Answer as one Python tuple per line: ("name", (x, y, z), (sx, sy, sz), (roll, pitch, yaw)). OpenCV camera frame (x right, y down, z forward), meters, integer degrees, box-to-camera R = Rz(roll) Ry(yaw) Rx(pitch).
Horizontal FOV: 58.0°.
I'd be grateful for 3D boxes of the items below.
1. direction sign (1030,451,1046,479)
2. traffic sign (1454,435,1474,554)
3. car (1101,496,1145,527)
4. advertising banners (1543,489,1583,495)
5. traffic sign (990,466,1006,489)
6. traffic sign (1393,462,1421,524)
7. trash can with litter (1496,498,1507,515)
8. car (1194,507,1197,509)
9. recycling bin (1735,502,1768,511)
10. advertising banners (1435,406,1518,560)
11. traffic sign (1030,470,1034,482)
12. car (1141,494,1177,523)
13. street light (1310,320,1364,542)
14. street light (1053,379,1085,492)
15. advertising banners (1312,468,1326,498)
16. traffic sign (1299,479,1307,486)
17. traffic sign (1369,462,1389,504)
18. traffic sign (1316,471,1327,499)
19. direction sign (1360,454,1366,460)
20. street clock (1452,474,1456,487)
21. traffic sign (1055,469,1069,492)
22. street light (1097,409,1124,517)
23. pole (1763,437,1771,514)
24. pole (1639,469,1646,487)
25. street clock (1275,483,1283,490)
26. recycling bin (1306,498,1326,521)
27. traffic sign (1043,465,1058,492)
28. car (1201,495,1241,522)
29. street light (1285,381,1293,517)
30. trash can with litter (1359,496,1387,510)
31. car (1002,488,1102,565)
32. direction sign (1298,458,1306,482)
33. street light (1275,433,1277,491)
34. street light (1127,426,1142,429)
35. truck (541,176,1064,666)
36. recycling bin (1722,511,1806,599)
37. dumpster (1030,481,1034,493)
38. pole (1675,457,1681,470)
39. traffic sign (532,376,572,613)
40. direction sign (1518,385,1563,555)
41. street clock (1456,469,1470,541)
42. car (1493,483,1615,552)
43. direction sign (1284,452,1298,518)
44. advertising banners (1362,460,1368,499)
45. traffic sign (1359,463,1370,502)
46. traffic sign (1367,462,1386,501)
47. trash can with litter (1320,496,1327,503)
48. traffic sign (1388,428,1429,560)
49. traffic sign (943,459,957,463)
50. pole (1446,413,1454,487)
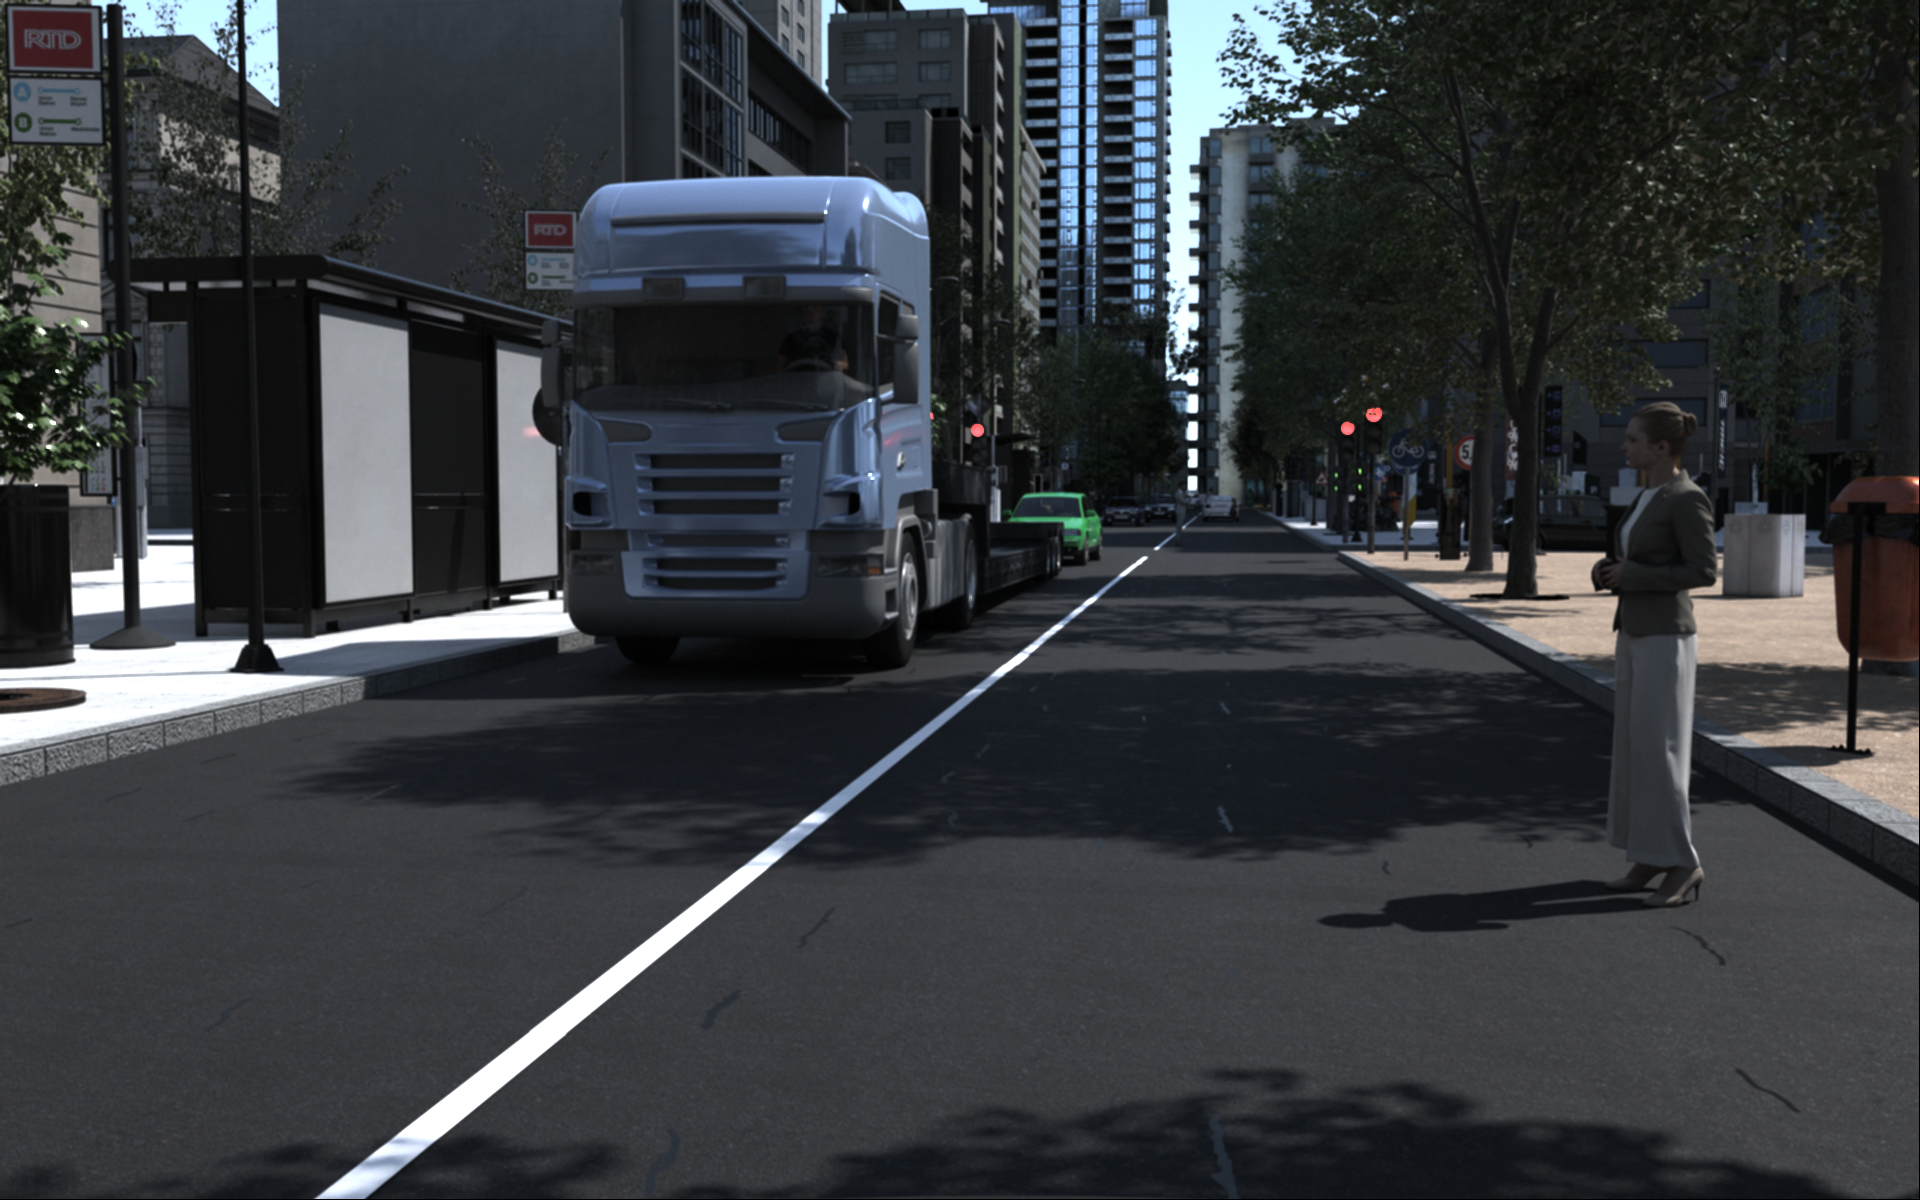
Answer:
("direction sign", (4.028, -6.008, 90.225), (0.876, 3.537, 0.379), (-1, 4, -10))
("traffic sign", (10.982, -2.268, 37.180), (0.768, 2.556, 0.104), (1, 4, 18))
("car", (7.299, -3.952, 77.191), (1.945, 1.354, 3.894), (1, 4, 8))
("advertising banners", (18.320, -3.514, 53.646), (2.074, 3.025, 0.090), (-1, 4, -9))
("traffic sign", (1.390, -3.758, 63.565), (0.606, 2.300, 0.079), (1, 4, 17))
("traffic sign", (12.368, -2.929, 47.989), (0.768, 2.556, 0.104), (1, 4, 16))
("trash can with litter", (21.368, -3.455, 67.881), (0.624, 1.170, 1.055), (-1, 4, -20))
("car", (22.726, -9.818, 172.884), (2.083, 1.381, 4.827), (0, 4, 7))
("recycling bin", (24.674, -2.537, 54.033), (0.722, 1.027, 0.722), (-3, 4, -38))
("advertising banners", (10.217, -2.306, 33.897), (2.074, 3.025, 0.090), (-1, 4, -21))
("traffic sign", (3.471, -5.427, 88.838), (0.768, 2.556, 0.104), (1, 4, 17))
("car", (10.216, -4.787, 88.052), (2.009, 1.686, 4.222), (1, 4, 9))
("street light", (10.070, -4.505, 46.203), (1.470, 5.913, 1.316), (1, 4, 9))
("street light", (4.359, -5.985, 70.401), (1.470, 5.913, 1.316), (1, 4, 9))
("advertising banners", (23.586, -7.194, 113.807), (0.090, 3.025, 2.074), (-1, 4, -13))
("traffic sign", (21.669, -6.754, 110.427), (0.884, 2.594, 0.081), (1, 4, 15))
("traffic sign", (17.064, -4.332, 70.839), (0.884, 2.594, 0.081), (1, 4, 13))
("traffic sign", (19.810, -5.803, 94.876), (0.884, 2.594, 0.081), (1, 4, 17))
("direction sign", (22.753, -6.500, 98.274), (0.379, 3.537, 0.876), (-1, 4, -22))
("street clock", (17.346, -3.417, 60.444), (0.471, 2.002, 0.358), (1, 4, 21))
("traffic sign", (4.239, -4.268, 71.918), (0.606, 2.300, 0.079), (1, 4, 9))
("street light", (8.148, -7.483, 94.882), (1.470, 5.913, 1.316), (1, 4, 9))
("pole", (29.039, -4.190, 62.345), (0.158, 3.312, 0.155), (0, 3, 0))
("pole", (21.567, -3.723, 54.712), (0.158, 3.312, 0.155), (0, 3, 0))
("street clock", (20.572, -6.555, 111.749), (0.471, 2.002, 0.358), (-2, 4, -23))
("recycling bin", (16.821, -4.237, 81.835), (0.722, 1.027, 0.722), (2, 4, 34))
("traffic sign", (4.048, -4.682, 76.658), (0.768, 2.556, 0.104), (1, 4, 15))
("car", (13.710, -4.810, 91.005), (2.083, 1.381, 4.827), (1, 4, 8))
("street light", (13.946, -6.007, 70.755), (1.470, 5.913, 1.316), (1, 4, 9))
("trash can with litter", (15.463, -3.304, 65.408), (1.055, 1.170, 0.624), (2, 4, 33))
("car", (1.940, -1.681, 36.276), (1.959, 1.807, 4.718), (1, 4, 10))
("direction sign", (21.249, -7.132, 108.606), (0.876, 3.537, 0.379), (2, 4, 27))
("street light", (17.661, -7.508, 95.296), (1.470, 5.913, 1.316), (1, 4, 9))
("street light", (11.766, -8.954, 118.941), (1.470, 5.913, 1.316), (1, 4, 9))
("truck", (-0.643, -1.937, 21.432), (2.967, 4.110, 18.799), (0, 4, 8))
("recycling bin", (10.074, -0.560, 21.708), (0.722, 1.027, 0.722), (-3, 4, -39))
("dumpster", (2.801, -4.213, 74.641), (1.264, 1.857, 1.865), (1, 4, 8))
("pole", (21.754, -3.589, 52.530), (0.158, 3.312, 0.155), (0, 3, 0))
("traffic sign", (-4.254, -1.136, 18.673), (0.768, 2.556, 0.104), (1, 4, 11))
("direction sign", (12.140, -2.711, 36.329), (0.876, 3.537, 0.379), (1, 4, 19))
("street clock", (13.855, -2.604, 47.148), (0.471, 2.002, 0.358), (-3, 5, -43))
("car", (14.278, -1.823, 39.593), (4.222, 1.686, 2.009), (1, 4, 9))
("direction sign", (17.758, -6.217, 93.649), (0.379, 3.537, 0.876), (-1, 4, -17))
("advertising banners", (20.646, -5.632, 88.275), (0.090, 3.025, 2.074), (1, 4, 20))
("traffic sign", (16.815, -4.361, 71.405), (0.768, 2.556, 0.104), (1, 4, 17))
("traffic sign", (16.770, -4.267, 69.870), (0.768, 2.556, 0.104), (1, 4, 10))
("trash can with litter", (20.589, -5.386, 99.449), (1.055, 1.170, 0.624), (-1, 4, -18))
("traffic sign", (8.655, -2.044, 33.526), (0.768, 2.556, 0.104), (1, 4, 10))
("traffic sign", (-0.403, -3.793, 62.122), (0.768, 2.556, 0.104), (1, 4, 14))
("pole", (12.391, -3.060, 43.875), (0.158, 3.312, 0.155), (0, 3, 0))
